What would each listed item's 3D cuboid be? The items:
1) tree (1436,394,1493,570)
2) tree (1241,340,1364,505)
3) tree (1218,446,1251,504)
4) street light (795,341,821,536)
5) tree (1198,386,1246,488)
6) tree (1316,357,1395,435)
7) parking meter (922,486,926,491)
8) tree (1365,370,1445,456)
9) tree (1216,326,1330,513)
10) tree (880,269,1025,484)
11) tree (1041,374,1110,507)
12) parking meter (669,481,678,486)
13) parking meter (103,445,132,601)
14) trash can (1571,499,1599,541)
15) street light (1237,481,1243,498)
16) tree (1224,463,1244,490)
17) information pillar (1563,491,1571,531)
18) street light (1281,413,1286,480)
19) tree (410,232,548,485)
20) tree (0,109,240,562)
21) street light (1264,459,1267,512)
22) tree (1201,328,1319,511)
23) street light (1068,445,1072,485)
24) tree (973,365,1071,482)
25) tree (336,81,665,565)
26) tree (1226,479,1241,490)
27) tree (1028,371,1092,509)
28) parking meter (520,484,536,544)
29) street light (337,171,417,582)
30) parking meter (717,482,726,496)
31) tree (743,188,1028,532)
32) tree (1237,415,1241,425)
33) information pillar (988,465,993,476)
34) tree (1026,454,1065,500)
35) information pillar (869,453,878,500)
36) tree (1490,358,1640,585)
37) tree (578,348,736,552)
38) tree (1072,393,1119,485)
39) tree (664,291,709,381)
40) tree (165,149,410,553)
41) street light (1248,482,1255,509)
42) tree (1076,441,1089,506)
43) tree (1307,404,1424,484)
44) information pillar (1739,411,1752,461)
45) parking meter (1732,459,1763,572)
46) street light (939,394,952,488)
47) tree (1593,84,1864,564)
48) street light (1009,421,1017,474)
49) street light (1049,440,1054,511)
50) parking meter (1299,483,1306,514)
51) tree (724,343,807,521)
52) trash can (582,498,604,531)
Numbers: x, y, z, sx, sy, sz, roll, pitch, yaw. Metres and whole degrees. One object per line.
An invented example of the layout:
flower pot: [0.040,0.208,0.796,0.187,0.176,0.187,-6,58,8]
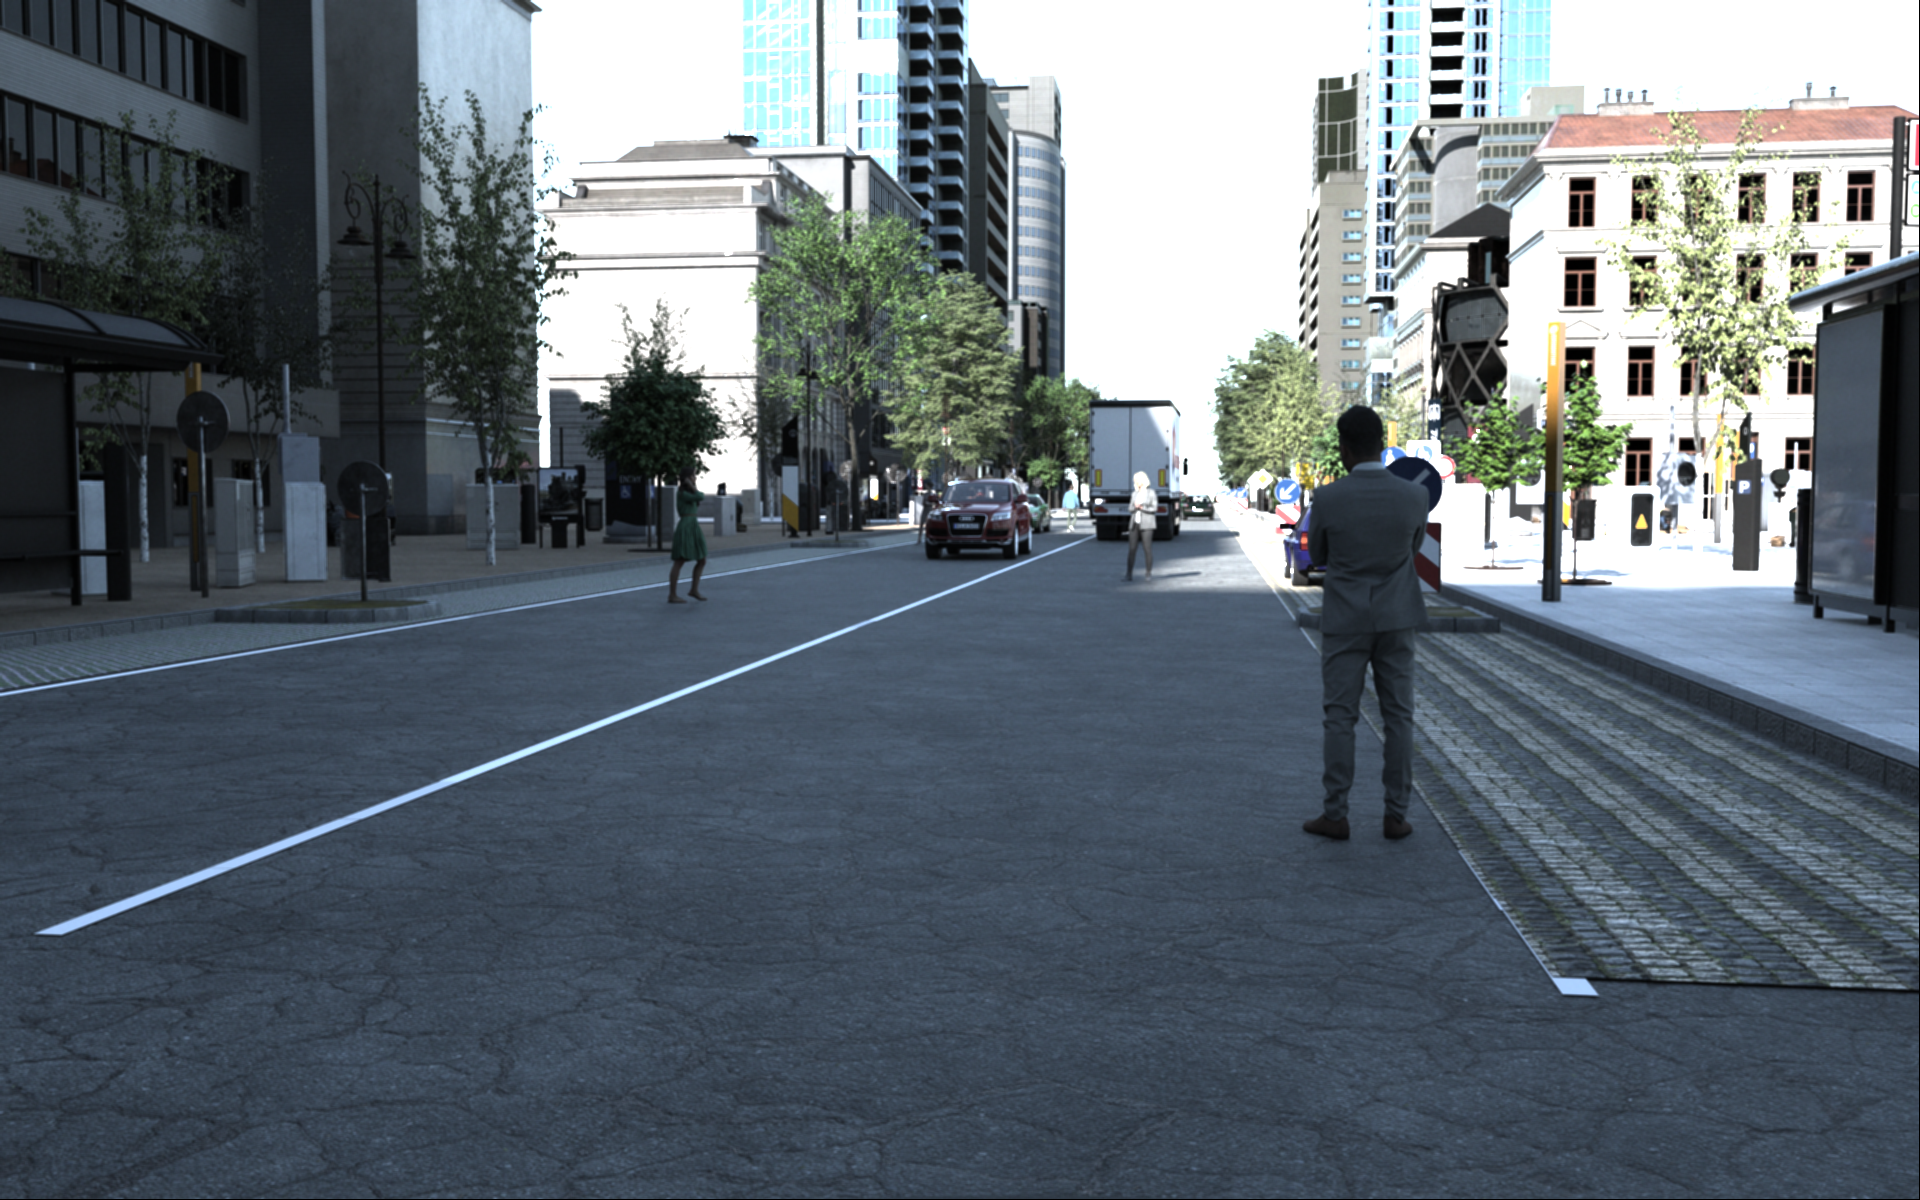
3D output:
tree: [9.230,-2.134,29.493,1.663,3.219,1.824,0,3,0]
tree: [16.241,-8.085,82.557,4.737,8.622,4.395,0,3,0]
tree: [38.926,-19.164,239.090,9.928,11.665,9.643,0,3,0]
street light: [-4.588,-4.879,52.563,0.468,5.910,1.993,0,4,8]
tree: [31.117,-17.066,189.399,12.009,13.543,11.850,0,3,0]
tree: [21.030,-8.697,92.563,4.360,8.622,3.978,0,3,0]
parking meter: [-2.702,-7.627,130.411,0.255,1.863,0.399,-1,4,-18]
tree: [26.781,-9.379,103.706,4.737,8.622,4.395,0,3,0]
tree: [21.491,-12.172,117.132,7.486,12.596,7.792,0,3,0]
tree: [-0.091,-10.367,87.622,7.486,12.596,7.792,0,3,0]
tree: [11.536,-15.206,165.633,9.611,12.733,9.660,0,3,0]
parking meter: [-8.150,-2.652,49.075,0.255,1.863,0.399,1,4,12]
parking meter: [-10.160,-0.928,20.886,0.255,1.863,0.399,-2,4,-24]
trash can: [17.016,-2.178,47.260,0.748,1.137,0.748,0,3,0]
street light: [36.480,-15.566,227.293,0.468,5.910,1.993,0,4,8]
tree: [40.055,-18.388,250.999,4.360,8.622,3.978,0,3,0]
information pillar: [21.141,-4.235,60.594,0.183,3.616,0.504,-2,4,-33]
street light: [18.179,-7.620,97.377,0.468,5.910,1.993,0,4,8]
tree: [-13.357,-6.013,48.669,4.360,8.622,3.978,0,3,0]
tree: [-15.733,-5.035,32.689,4.737,8.622,4.395,0,3,0]
street light: [21.930,-9.258,124.150,0.468,5.910,1.993,0,4,8]
tree: [23.556,-13.947,134.687,9.857,13.997,8.962,0,3,0]
street light: [9.970,-11.188,155.716,0.468,5.910,1.993,0,4,8]
tree: [4.168,-11.463,121.840,8.767,10.594,7.601,2,4,30]
tree: [-8.611,-4.922,30.841,4.737,8.622,4.395,0,3,0]
tree: [46.383,-18.767,290.550,4.285,4.588,4.351,0,3,0]
tree: [7.605,-13.522,146.834,9.928,11.665,9.643,0,3,0]
parking meter: [-11.180,-2.228,44.831,0.372,1.533,0.369,0,3,0]
street light: [-8.423,-3.205,25.193,0.468,5.910,1.993,0,4,8]
parking meter: [-11.736,-4.866,85.270,0.399,1.863,0.255,-1,4,-17]
tree: [-3.712,-8.188,59.621,9.928,11.665,9.643,0,3,0]
tree: [19.157,-9.414,104.277,4.737,8.622,4.395,0,3,0]
information pillar: [2.318,-8.765,134.655,0.504,3.616,0.183,3,4,38]
tree: [6.743,-9.422,137.756,4.285,4.588,4.351,0,3,0]
information pillar: [-4.997,-6.634,99.819,0.504,3.616,0.183,0,4,5]
tree: [8.865,-1.836,24.614,1.663,3.219,1.824,0,3,0]
tree: [-6.687,-3.372,38.846,4.285,4.588,4.351,0,3,0]
tree: [18.065,-18.970,216.812,9.857,13.997,8.962,0,3,0]
tree: [-11.390,-6.933,63.724,4.737,8.622,4.395,0,3,0]
tree: [-15.144,-5.342,37.710,4.360,8.622,3.978,0,3,0]
street light: [25.727,-10.930,151.492,0.468,5.910,1.993,0,4,8]
tree: [13.955,-14.642,189.751,4.737,8.622,4.395,0,3,0]
tree: [14.393,-4.846,62.939,4.285,4.588,4.351,0,3,0]
information pillar: [22.314,-3.542,49.268,0.183,3.616,0.504,0,4,-6]
parking meter: [13.064,-1.410,28.770,0.255,1.863,0.399,-3,4,-38]
street light: [-0.637,-6.565,80.119,0.468,5.910,1.993,0,4,8]
tree: [13.841,-4.971,31.642,4.737,8.622,4.395,0,3,0]
street light: [3.235,-8.250,107.682,0.468,5.910,1.993,0,4,8]
street light: [7.042,-9.887,134.447,0.468,5.910,1.993,0,4,8]
parking meter: [17.785,-5.173,90.296,0.255,1.863,0.399,-3,5,-40]
tree: [-9.145,-8.113,83.013,4.360,8.622,3.978,0,3,0]
trash can: [-12.709,-2.962,60.090,0.748,1.137,0.748,0,3,0]
